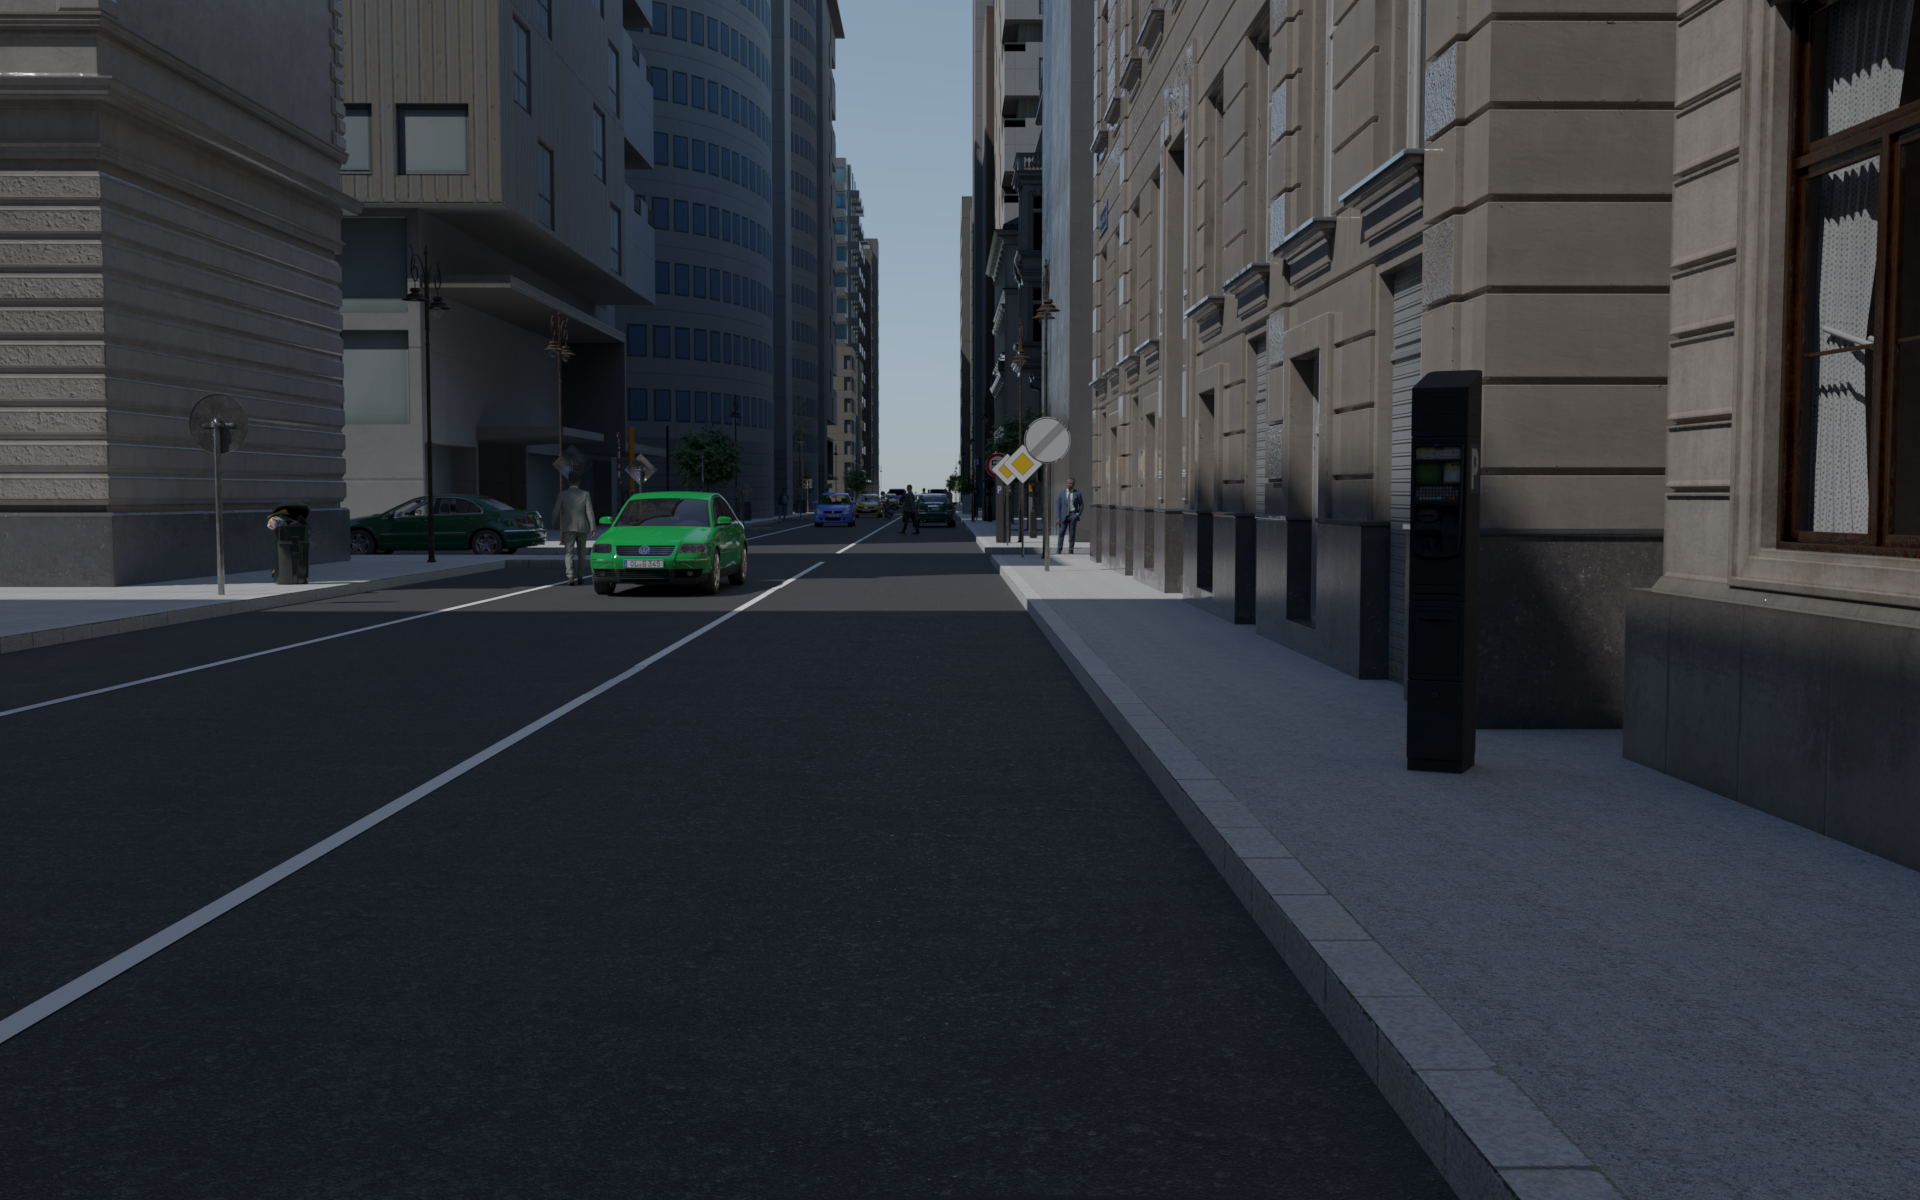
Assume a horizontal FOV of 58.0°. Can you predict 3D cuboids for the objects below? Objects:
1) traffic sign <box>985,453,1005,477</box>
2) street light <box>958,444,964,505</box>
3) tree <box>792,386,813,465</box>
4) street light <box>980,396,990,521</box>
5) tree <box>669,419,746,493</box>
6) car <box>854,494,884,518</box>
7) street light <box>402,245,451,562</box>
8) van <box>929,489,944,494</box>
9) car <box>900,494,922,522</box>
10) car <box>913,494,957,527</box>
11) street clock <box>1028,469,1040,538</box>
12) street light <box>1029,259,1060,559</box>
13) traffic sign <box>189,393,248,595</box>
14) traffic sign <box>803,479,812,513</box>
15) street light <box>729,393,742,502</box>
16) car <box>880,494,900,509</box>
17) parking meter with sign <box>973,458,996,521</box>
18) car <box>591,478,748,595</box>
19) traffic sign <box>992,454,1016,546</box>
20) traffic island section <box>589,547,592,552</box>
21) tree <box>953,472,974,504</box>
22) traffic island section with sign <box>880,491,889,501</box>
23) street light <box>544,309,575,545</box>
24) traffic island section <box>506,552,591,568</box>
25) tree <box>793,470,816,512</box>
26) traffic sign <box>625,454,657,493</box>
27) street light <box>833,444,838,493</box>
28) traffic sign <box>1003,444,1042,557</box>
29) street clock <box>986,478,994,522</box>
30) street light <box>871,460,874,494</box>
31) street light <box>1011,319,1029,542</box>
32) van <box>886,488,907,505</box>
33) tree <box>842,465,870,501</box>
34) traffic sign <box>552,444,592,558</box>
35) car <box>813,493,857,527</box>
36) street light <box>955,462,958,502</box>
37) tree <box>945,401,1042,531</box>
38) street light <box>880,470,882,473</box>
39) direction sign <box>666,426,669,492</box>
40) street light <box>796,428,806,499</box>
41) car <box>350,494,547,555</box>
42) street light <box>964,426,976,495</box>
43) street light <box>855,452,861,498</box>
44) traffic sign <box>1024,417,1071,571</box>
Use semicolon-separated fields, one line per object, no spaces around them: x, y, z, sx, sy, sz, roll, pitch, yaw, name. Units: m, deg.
1.170;-3.268;53.542;0.768;2.556;0.104;0;4;1;traffic sign
0.318;-11.371;158.707;0.468;5.910;1.993;0;4;-1;street light
-11.433;-9.845;111.328;4.360;8.622;3.978;0;3;0;tree
1.189;-6.657;81.623;0.468;5.910;1.993;0;4;-1;street light
-11.096;-5.652;76.118;4.285;4.588;4.351;0;3;0;tree
-5.634;-5.852;105.910;2.015;1.641;3.980;0;4;0;car
-9.929;-3.644;32.368;0.468;5.910;1.993;0;4;-1;street light
-2.775;-12.292;205.353;2.240;2.365;5.245;0;4;-2;van
-2.078;-4.834;90.831;2.131;1.459;4.920;0;4;0;car
-1.153;-3.940;76.209;2.131;1.459;4.920;0;4;-3;car
2.136;-2.793;50.239;0.358;2.002;0.471;1;4;10;street clock
1.693;-3.757;34.222;0.468;5.910;1.993;0;4;-1;street light
-9.386;-1.335;21.930;0.768;2.556;0.104;0;4;4;traffic sign
-10.400;-7.107;118.321;0.606;2.300;0.079;1;4;8;traffic sign
-10.319;-6.541;79.739;0.468;5.910;1.993;0;4;-1;street light
-6.673;-9.427;164.355;2.015;1.641;3.980;0;4;0;car
1.478;-5.391;84.400;1.738;3.016;0.543;-3;4;-36;parking meter with sign
-4.318;-1.060;26.121;1.959;1.807;4.718;0;4;1;car
1.179;-2.409;43.036;0.795;2.450;0.064;0;4;-1;traffic sign
-7.938;-1.268;43.019;2.009;0.180;2.903;0;4;-1;traffic island section
0.746;-8.900;140.120;1.663;3.219;1.824;0;3;0;tree
-10.227;-14.886;252.015;1.989;1.847;2.006;0;4;-1;traffic island section with sign
-9.989;-4.316;43.358;0.468;5.910;1.993;0;4;-1;street light
-7.850;-0.780;35.034;2.009;0.180;2.903;0;4;-1;traffic island section
-11.173;-8.090;126.878;1.663;3.219;1.824;0;3;0;tree
-7.914;-2.405;42.957;0.795;2.450;0.064;0;4;-1;traffic sign
-11.168;-11.203;155.963;0.468;5.910;1.993;0;4;-1;street light
1.267;-1.921;35.051;0.795;2.450;0.064;0;4;-1;traffic sign
1.377;-4.611;79.966;0.358;2.002;0.471;-1;4;-20;street clock
-12.029;-16.248;238.439;0.468;5.910;1.993;0;4;-1;street light
1.604;-4.468;45.844;0.468;5.910;1.993;0;4;-1;street light
-6.501;-10.759;180.300;2.240;2.365;5.245;0;4;1;van
-11.721;-12.941;195.295;4.285;4.588;4.351;0;3;0;tree
-7.827;-1.916;34.973;0.795;2.450;0.064;0;4;-1;traffic sign
-5.542;-4.116;76.891;1.945;1.707;3.694;0;4;-1;car
-0.074;-13.551;194.347;0.468;5.910;1.993;0;4;-1;street light
2.351;-4.734;61.113;4.285;4.588;4.351;0;3;0;tree
-12.524;-18.476;274.862;0.468;5.910;1.993;0;4;-1;street light
-9.735;-4.020;57.719;0.379;3.537;0.876;-1;4;-14;direction sign
-10.867;-8.998;119.912;0.468;5.910;1.993;0;4;-1;street light
-11.878;-1.675;39.188;4.920;1.459;2.131;0;4;-2;car
0.684;-9.191;123.066;0.468;5.910;1.993;0;4;-1;street light
-11.729;-14.068;202.797;0.468;5.910;1.993;0;4;-1;street light
1.448;-1.749;28.704;0.768;2.556;0.104;0;4;5;traffic sign
